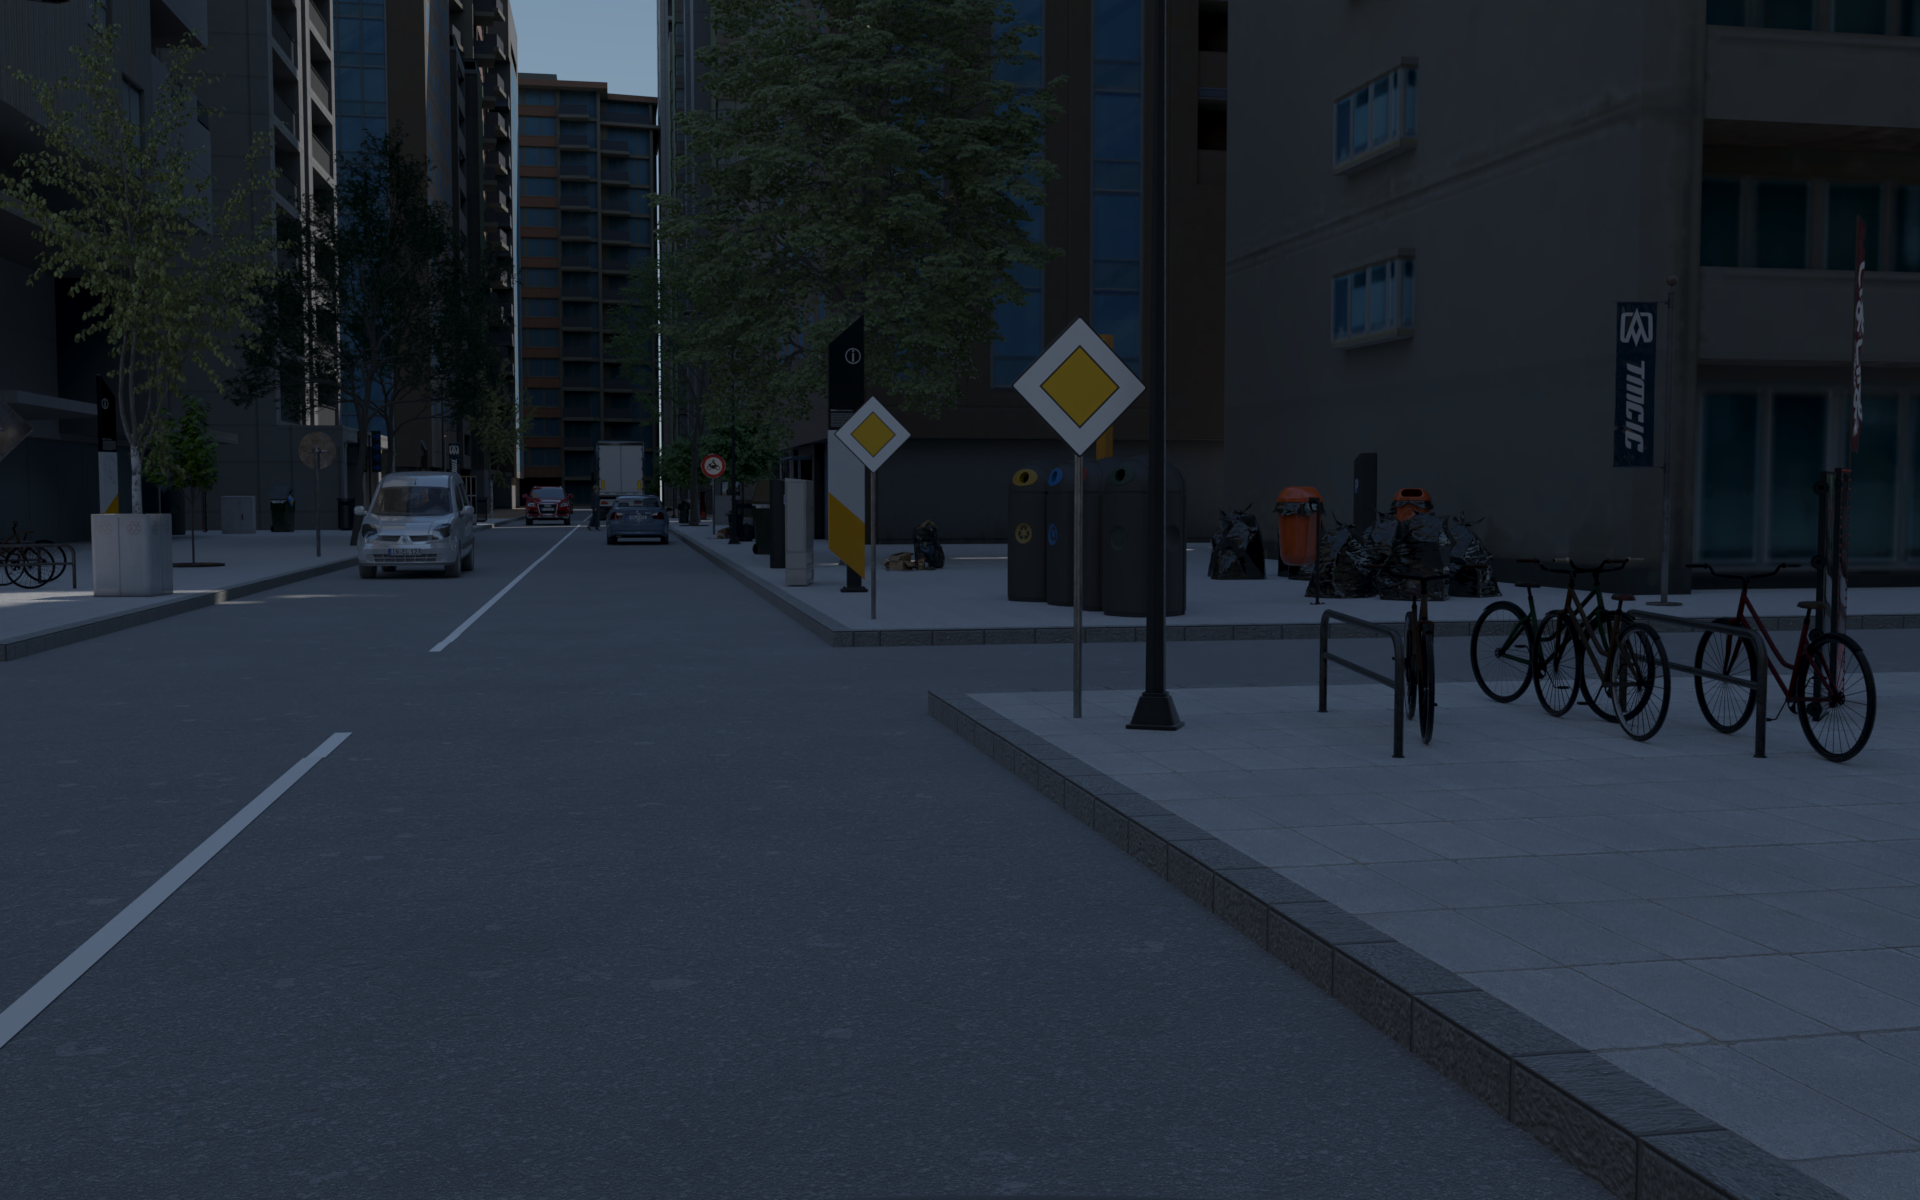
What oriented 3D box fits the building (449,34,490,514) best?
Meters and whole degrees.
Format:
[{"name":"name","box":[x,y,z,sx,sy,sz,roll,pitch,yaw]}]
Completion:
[{"name":"building","box":[-37.452,-20.603,108.560,14.160,30.474,14.107,-1,4,-11]}]

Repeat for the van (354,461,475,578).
[{"name":"van","box":[-9.635,-1.456,30.818,2.013,2.044,4.112,-1,4,-11]}]

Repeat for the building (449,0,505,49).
[{"name":"building","box":[-45.563,-29.026,129.205,22.147,44.769,28.867,-1,4,-11]}]

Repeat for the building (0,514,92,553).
[{"name":"building","box":[-32.401,-27.283,35.315,28.713,52.752,27.495,-1,4,-11]}]

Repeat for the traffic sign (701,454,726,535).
[{"name":"traffic sign","box":[-7.800,-3.348,54.846,0.768,2.556,0.104,0,4,-5]}]

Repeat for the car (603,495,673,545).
[{"name":"car","box":[-9.352,-2.344,50.333,2.014,1.417,4.499,-1,4,-10]}]

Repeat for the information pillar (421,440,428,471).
[{"name":"information pillar","box":[-23.313,-5.140,75.397,0.183,3.616,0.504,-3,5,-42]}]

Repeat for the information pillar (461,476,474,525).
[{"name":"information pillar","box":[-20.136,-4.042,70.572,0.304,2.012,0.304,1,4,18]}]

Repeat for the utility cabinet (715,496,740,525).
[{"name":"utility cabinet","box":[-9.664,-3.720,71.976,1.020,1.237,0.306,1,4,12]}]

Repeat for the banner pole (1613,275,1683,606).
[{"name":"banner pole","box":[7.895,-1.826,19.875,0.863,3.779,0.401,0,4,0]}]

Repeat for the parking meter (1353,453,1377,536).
[{"name":"parking meter","box":[5.800,-1.168,24.814,0.255,1.863,0.399,0,4,-1]}]

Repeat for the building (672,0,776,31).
[{"name":"building","box":[-16.554,-28.111,143.217,14.154,41.232,14.086,-1,4,-11]}]

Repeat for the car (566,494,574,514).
[{"name":"car","box":[-28.463,-6.930,123.085,2.009,1.686,4.222,-1,4,-9]}]

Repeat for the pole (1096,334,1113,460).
[{"name":"pole","box":[1.858,-1.739,22.274,0.158,3.312,0.155,0,3,0]}]

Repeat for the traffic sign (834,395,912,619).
[{"name":"traffic sign","box":[-0.890,-0.860,17.698,0.795,2.450,0.064,-1,4,-11]}]

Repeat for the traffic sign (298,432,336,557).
[{"name":"traffic sign","box":[-13.131,-2.158,35.389,0.768,2.556,0.104,0,4,-4]}]

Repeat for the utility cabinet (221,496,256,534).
[{"name":"utility cabinet","box":[-23.245,-2.729,55.788,1.020,1.237,0.306,0,4,3]}]

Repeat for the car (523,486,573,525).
[{"name":"car","box":[-19.286,-4.429,81.079,2.281,1.827,5.304,-1,4,-13]}]

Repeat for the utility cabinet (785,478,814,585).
[{"name":"utility cabinet","box":[-2.253,-0.967,24.484,0.318,1.500,1.173,0,3,0]}]

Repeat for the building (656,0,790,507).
[{"name":"building","box":[-21.976,-45.788,186.878,20.611,71.187,20.563,-1,4,-11]}]

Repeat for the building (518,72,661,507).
[{"name":"building","box":[-46.243,-32.310,182.884,28.867,44.769,22.147,-1,4,-11]}]

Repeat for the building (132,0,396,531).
[{"name":"building","box":[-33.962,-38.499,67.714,20.563,71.187,20.611,-1,4,-11]}]

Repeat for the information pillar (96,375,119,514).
[{"name":"information pillar","box":[-16.851,-2.623,34.241,0.183,3.616,0.504,0,4,8]}]

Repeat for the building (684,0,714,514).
[{"name":"building","box":[-8.899,-35.516,122.686,21.231,58.520,28.212,-1,4,-11]}]

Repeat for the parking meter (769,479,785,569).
[{"name":"parking meter","box":[-3.103,-1.317,29.939,0.372,1.533,0.369,0,3,0]}]

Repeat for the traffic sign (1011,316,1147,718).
[{"name":"traffic sign","box":[0.671,-0.381,9.867,0.795,2.450,0.064,-1,4,-11]}]

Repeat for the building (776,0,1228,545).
[{"name":"building","box":[2.171,-24.473,50.237,14.600,45.320,14.200,-1,4,-11]}]

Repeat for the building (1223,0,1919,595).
[{"name":"building","box":[16.707,-25.028,32.916,21.600,48.544,21.300,-1,4,-11]}]

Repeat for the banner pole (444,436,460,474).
[{"name":"banner pole","box":[-21.834,-5.153,74.270,0.863,3.779,0.401,-1,4,-17]}]

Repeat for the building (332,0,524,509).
[{"name":"building","box":[-46.333,-30.719,152.361,14.200,45.320,14.600,-1,4,-11]}]

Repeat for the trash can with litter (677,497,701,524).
[{"name":"trash can with litter","box":[-11.734,-3.894,75.052,1.055,1.170,0.624,1,4,13]}]

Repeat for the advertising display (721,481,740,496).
[{"name":"advertising display","box":[-11.149,-4.825,84.110,0.974,1.923,0.123,-2,4,-31]}]

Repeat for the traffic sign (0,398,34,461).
[{"name":"traffic sign","box":[-9.028,-0.762,16.104,0.795,2.450,0.064,-1,4,-11]}]

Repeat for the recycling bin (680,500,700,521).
[{"name":"recycling bin","box":[-12.364,-4.084,79.329,0.722,1.027,0.722,1,4,9]}]

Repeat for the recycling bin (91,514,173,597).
[{"name":"recycling bin","box":[-10.442,-0.570,21.866,0.722,1.027,0.722,0,4,-2]}]
